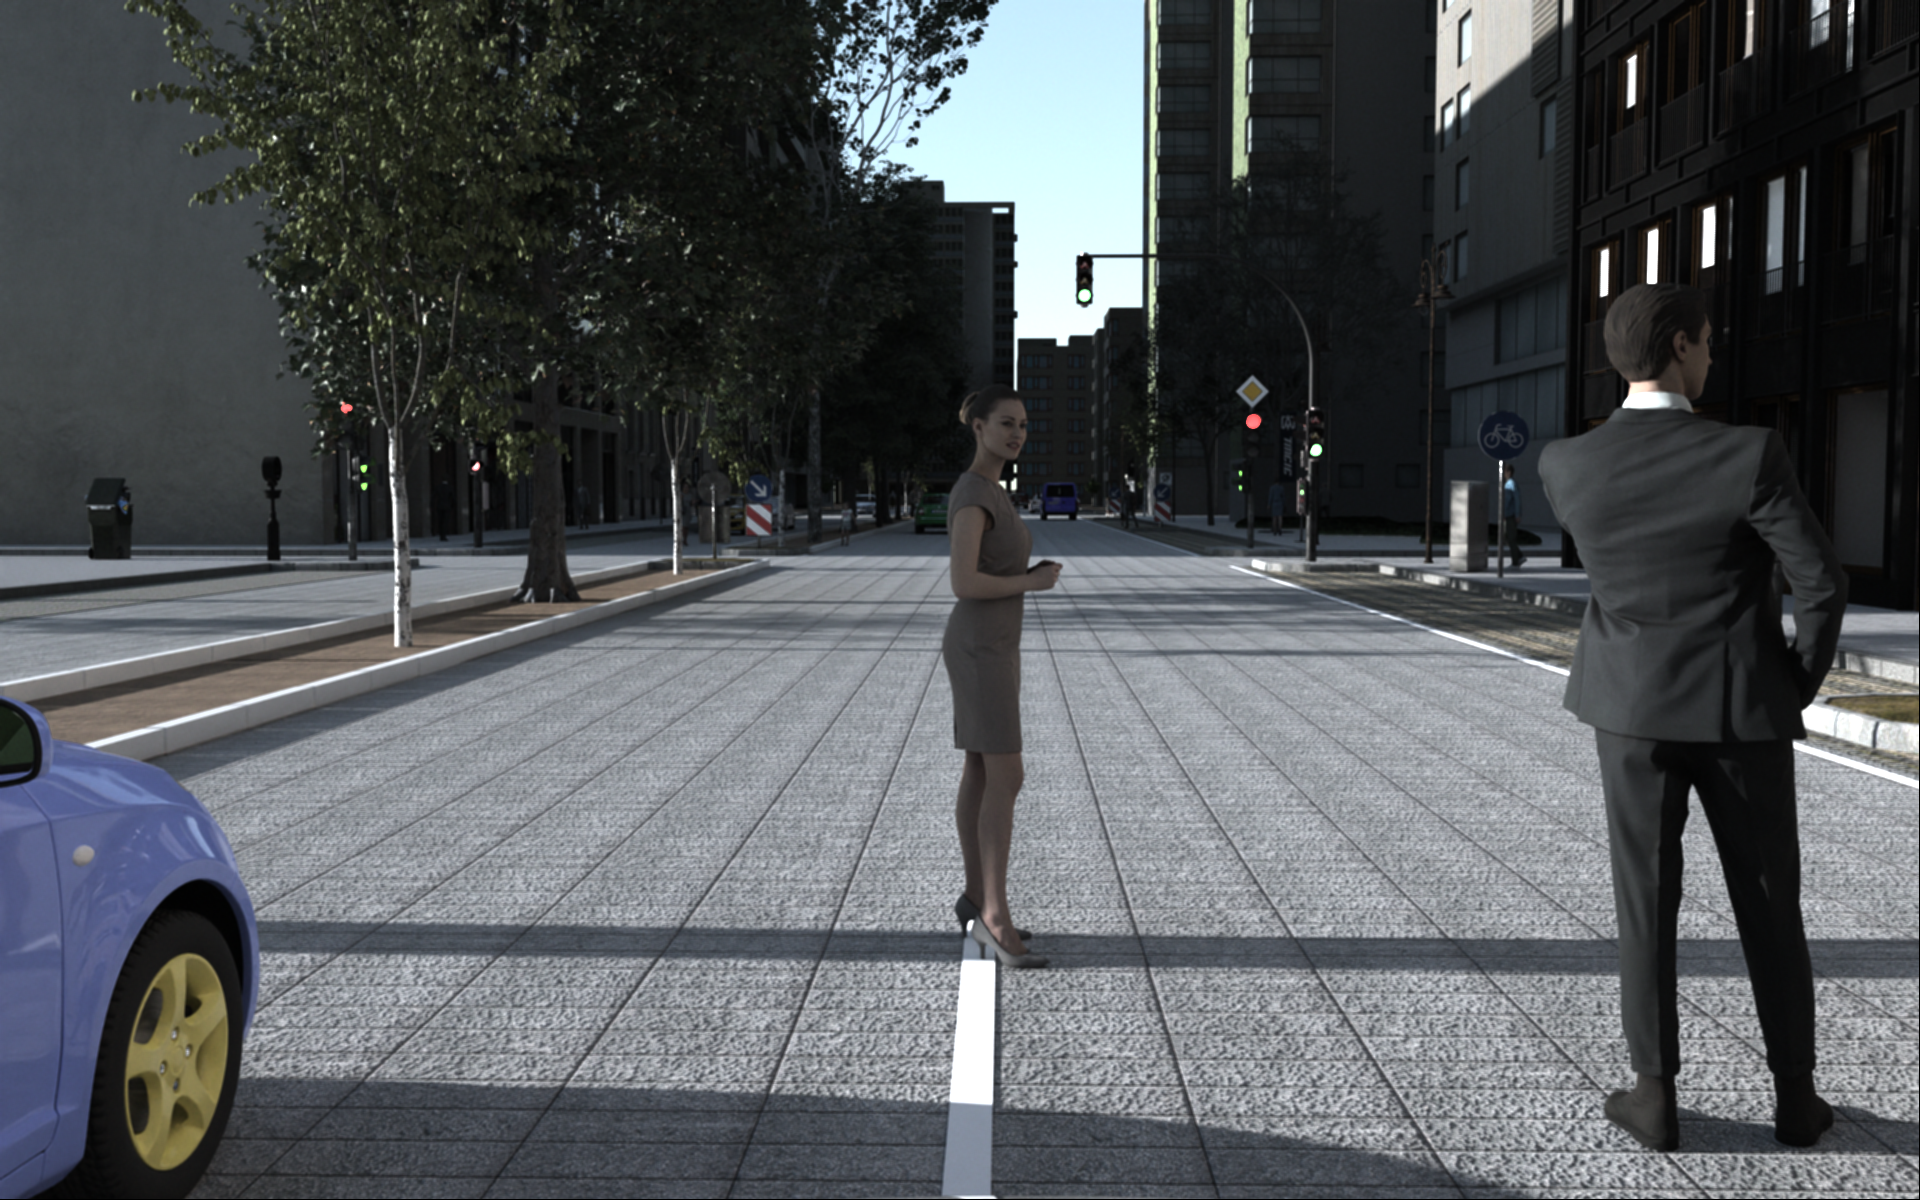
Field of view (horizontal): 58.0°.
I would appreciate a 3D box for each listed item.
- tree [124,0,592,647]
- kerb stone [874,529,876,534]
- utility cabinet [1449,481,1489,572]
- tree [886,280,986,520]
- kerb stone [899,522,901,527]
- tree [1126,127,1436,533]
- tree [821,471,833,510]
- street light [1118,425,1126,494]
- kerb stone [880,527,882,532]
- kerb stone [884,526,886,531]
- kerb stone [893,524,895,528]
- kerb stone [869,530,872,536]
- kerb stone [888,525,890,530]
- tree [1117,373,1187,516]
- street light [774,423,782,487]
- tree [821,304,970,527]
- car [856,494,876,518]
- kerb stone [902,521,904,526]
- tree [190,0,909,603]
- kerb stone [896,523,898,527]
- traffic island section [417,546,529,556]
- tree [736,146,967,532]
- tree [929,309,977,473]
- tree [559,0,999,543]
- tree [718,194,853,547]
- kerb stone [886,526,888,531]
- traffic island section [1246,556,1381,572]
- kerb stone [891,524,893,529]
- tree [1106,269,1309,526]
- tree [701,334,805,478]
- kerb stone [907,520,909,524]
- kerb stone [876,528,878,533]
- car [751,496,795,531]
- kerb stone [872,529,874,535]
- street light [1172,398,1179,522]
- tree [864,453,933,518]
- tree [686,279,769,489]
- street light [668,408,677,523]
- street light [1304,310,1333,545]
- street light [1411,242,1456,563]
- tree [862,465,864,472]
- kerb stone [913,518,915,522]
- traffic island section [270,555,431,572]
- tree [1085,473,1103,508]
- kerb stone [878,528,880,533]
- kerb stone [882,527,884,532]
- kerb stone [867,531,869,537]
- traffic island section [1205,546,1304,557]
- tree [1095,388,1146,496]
[{"bbox_3d":[-5.171,-3.846,15.705,4.737,8.622,4.395,0,3,0],"label":"tree"},{"bbox_3d":[-3.119,-2.353,60.721,0.120,0.150,1.000,0,4,1],"label":"kerb stone"},{"bbox_3d":[8.454,-1.224,28.685,0.318,1.500,1.173,2,4,33],"label":"utility cabinet"},{"bbox_3d":[-3.371,-11.119,94.619,12.009,13.543,11.850,0,3,0],"label":"tree"},{"bbox_3d":[-2.767,-3.230,75.072,0.120,0.150,1.000,0,4,1],"label":"kerb stone"},{"bbox_3d":[10.639,-8.987,57.307,12.009,13.543,11.850,0,3,0],"label":"tree"},{"bbox_3d":[-11.163,-8.966,141.199,1.663,3.219,1.824,0,3,0],"label":"tree"},{"bbox_3d":[10.829,-8.733,115.575,0.468,5.910,1.993,0,4,1],"label":"street light"},{"bbox_3d":[-3.049,-2.544,63.797,0.120,0.150,1.000,0,4,1],"label":"kerb stone"},{"bbox_3d":[-2.991,-2.666,65.849,0.120,0.150,1.000,0,4,1],"label":"kerb stone"},{"bbox_3d":[-2.866,-2.984,70.976,0.120,0.150,1.000,0,4,1],"label":"kerb stone"},{"bbox_3d":[-3.172,-2.231,58.673,0.120,0.150,1.000,0,4,1],"label":"kerb stone"},{"bbox_3d":[-2.940,-2.796,67.905,0.120,0.150,1.000,0,4,1],"label":"kerb stone"},{"bbox_3d":[10.833,-9.118,99.445,4.737,8.622,4.395,0,3,0],"label":"tree"},{"bbox_3d":[-11.819,-8.530,112.259,0.468,5.910,1.993,0,4,1],"label":"street light"},{"bbox_3d":[-3.413,-8.381,73.896,8.767,10.594,7.601,0,4,1],"label":"tree"},{"bbox_3d":[-5.799,-5.749,106.000,2.014,1.417,4.499,0,4,3],"label":"car"},{"bbox_3d":[-2.709,-3.359,77.121,0.120,0.150,1.000,0,4,1],"label":"kerb stone"},{"bbox_3d":[-5.491,-6.323,22.852,9.611,12.733,9.660,0,3,0],"label":"tree"},{"bbox_3d":[-2.823,-3.109,73.026,0.120,0.150,1.000,0,4,1],"label":"kerb stone"},{"bbox_3d":[-11.542,-1.172,41.436,2.009,0.180,2.903,0,4,1],"label":"traffic island section"},{"bbox_3d":[-4.176,-9.502,64.473,9.857,13.997,8.962,0,3,0],"label":"tree"},{"bbox_3d":[-3.662,-10.048,83.757,9.611,12.733,9.660,0,3,0],"label":"tree"},{"bbox_3d":[-5.452,-11.788,51.079,12.611,20.169,13.585,0,3,0],"label":"tree"},{"bbox_3d":[-4.380,-5.477,42.367,4.360,8.622,3.978,0,3,0],"label":"tree"},{"bbox_3d":[-2.978,-2.725,66.878,0.120,0.150,1.000,0,4,1],"label":"kerb stone"},{"bbox_3d":[6.692,-0.655,32.986,2.009,0.180,2.903,0,4,1],"label":"traffic island section"},{"bbox_3d":[-2.888,-2.921,69.954,0.120,0.150,1.000,0,4,1],"label":"kerb stone"},{"bbox_3d":[10.268,-8.330,70.616,8.767,10.594,7.601,0,4,2],"label":"tree"},{"bbox_3d":[-12.907,-11.070,106.742,9.928,11.665,9.643,0,3,0],"label":"tree"},{"bbox_3d":[-2.611,-3.610,81.214,0.120,0.150,1.000,0,4,1],"label":"kerb stone"},{"bbox_3d":[-3.100,-2.414,61.754,0.120,0.150,1.000,0,4,1],"label":"kerb stone"},{"bbox_3d":[-7.705,-3.486,69.365,2.083,1.381,4.827,0,4,1],"label":"car"},{"bbox_3d":[-3.152,-2.294,59.695,0.120,0.150,1.000,0,4,1],"label":"kerb stone"},{"bbox_3d":[9.868,-6.545,79.806,0.468,5.910,1.993,0,4,1],"label":"street light"},{"bbox_3d":[-3.220,-9.263,104.267,4.737,8.622,4.395,0,3,0],"label":"tree"},{"bbox_3d":[-4.964,-4.734,30.226,4.737,8.622,4.395,0,3,0],"label":"tree"},{"bbox_3d":[-12.688,-6.358,76.748,0.468,5.910,1.993,0,4,1],"label":"street light"},{"bbox_3d":[9.009,-4.333,43.627,0.468,5.910,1.993,0,4,1],"label":"street light"},{"bbox_3d":[8.699,-3.620,31.971,0.468,5.910,1.993,0,4,1],"label":"street light"},{"bbox_3d":[-9.752,-14.803,192.397,4.737,8.622,4.395,0,3,0],"label":"tree"},{"bbox_3d":[-2.479,-3.923,86.332,0.120,0.150,1.000,0,4,1],"label":"kerb stone"},{"bbox_3d":[-11.743,-0.683,33.454,2.009,0.180,2.903,0,4,1],"label":"traffic island section"},{"bbox_3d":[12.039,-9.914,156.701,1.663,3.219,1.824,0,3,0],"label":"tree"},{"bbox_3d":[-3.077,-2.482,62.775,0.120,0.150,1.000,0,4,1],"label":"kerb stone"},{"bbox_3d":[-3.028,-2.603,64.823,0.120,0.150,1.000,0,4,1],"label":"kerb stone"},{"bbox_3d":[-3.206,-2.168,57.647,0.120,0.150,1.000,0,4,1],"label":"kerb stone"},{"bbox_3d":[6.893,-1.143,40.968,2.009,0.180,2.903,0,4,1],"label":"traffic island section"},{"bbox_3d":[11.245,-10.335,119.335,4.360,8.622,3.978,0,3,0],"label":"tree"}]
